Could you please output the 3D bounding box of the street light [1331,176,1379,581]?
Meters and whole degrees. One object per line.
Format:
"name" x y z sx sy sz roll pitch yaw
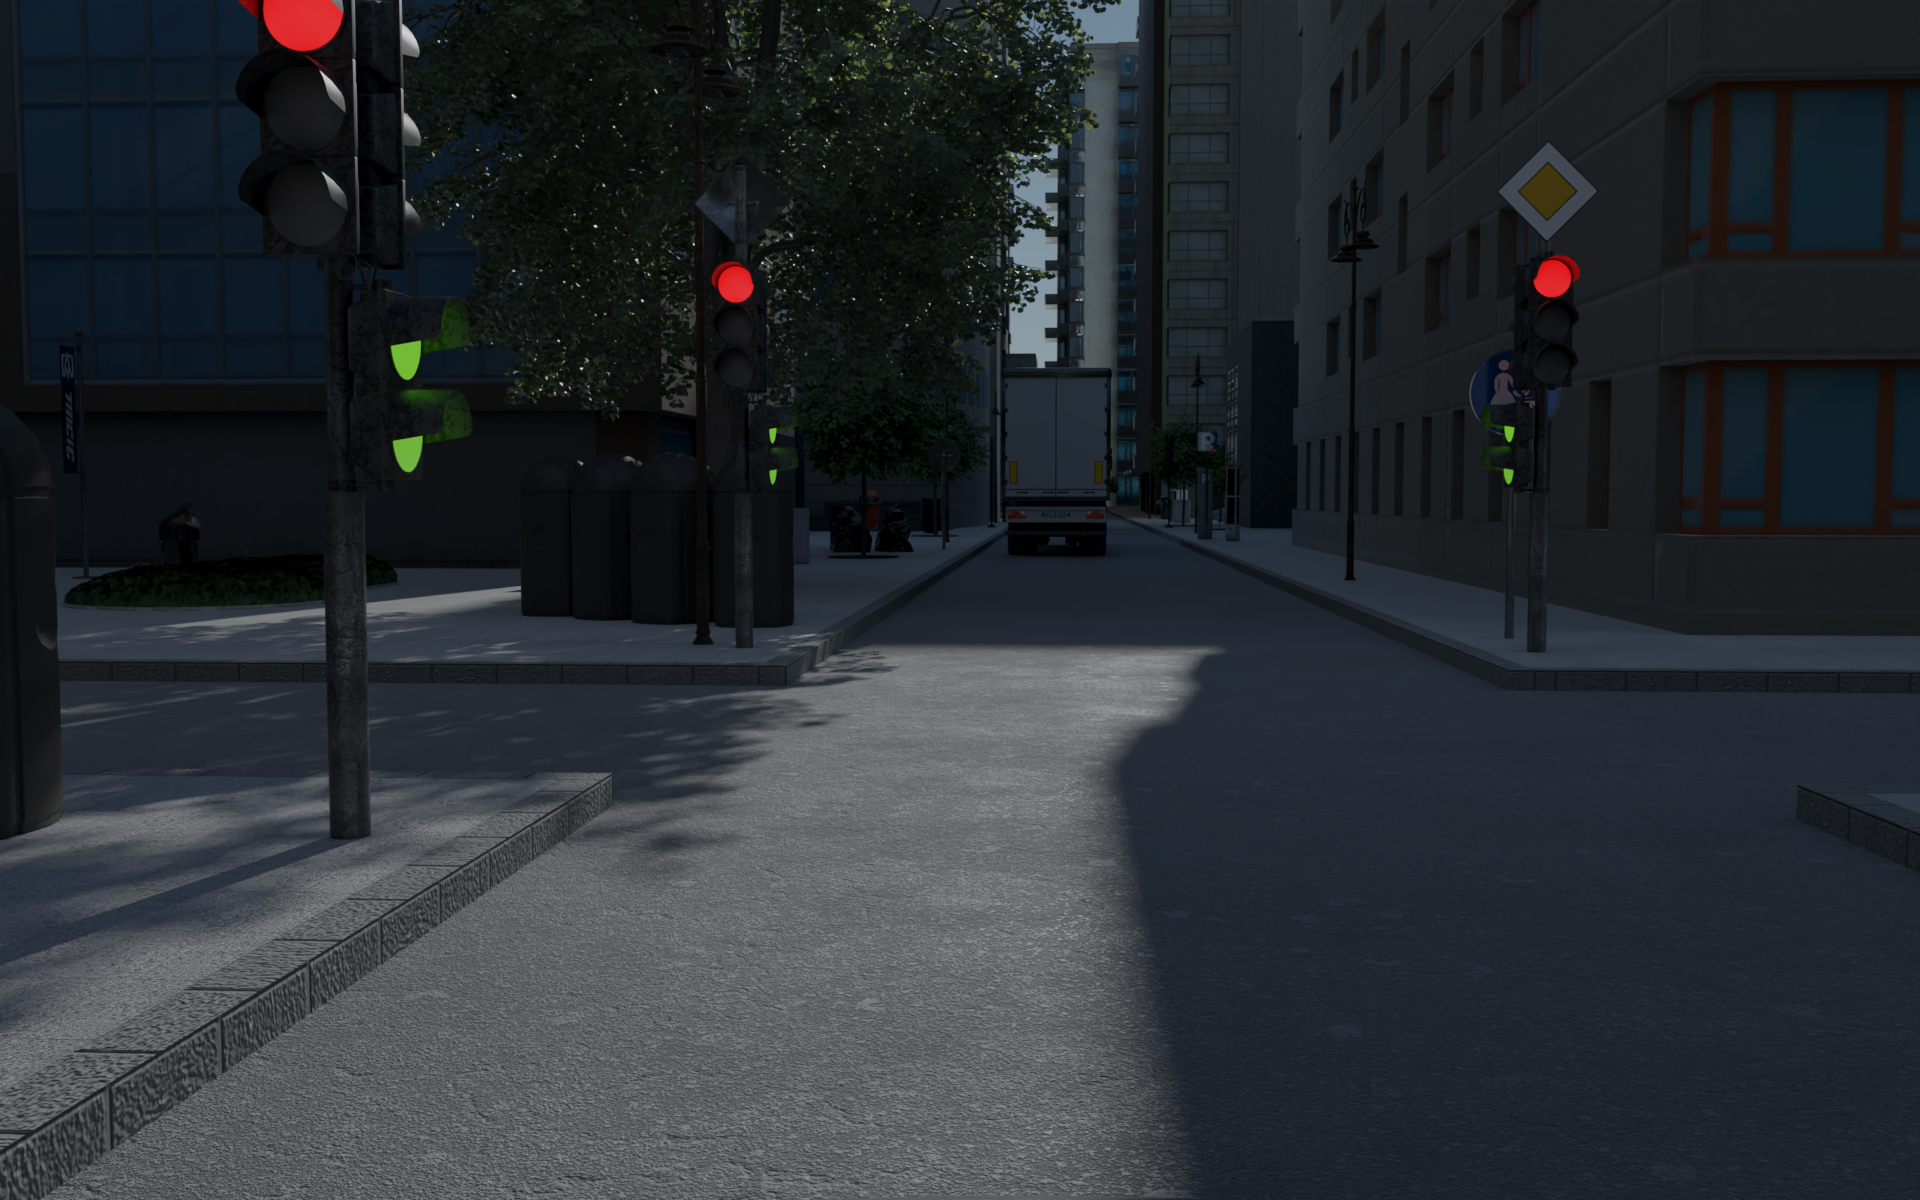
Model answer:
"street light" 5.802 -3.230 25.593 0.468 5.910 1.993 0 4 3

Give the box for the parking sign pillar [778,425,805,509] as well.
"parking sign pillar" -5.359 -3.941 52.912 1.447 3.967 1.447 3 4 39

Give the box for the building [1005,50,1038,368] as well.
"building" -7.250 -53.267 183.585 31.000 86.520 22.319 0 4 3

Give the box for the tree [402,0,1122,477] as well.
"tree" -2.807 -7.006 21.212 9.857 13.997 8.962 0 3 0

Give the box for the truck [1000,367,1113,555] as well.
"truck" 2.526 -3.371 44.036 2.839 4.237 11.283 0 4 4

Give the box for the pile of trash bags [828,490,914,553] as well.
"pile of trash bags" -2.049 -1.821 39.528 1.912 1.369 3.447 0 4 -3

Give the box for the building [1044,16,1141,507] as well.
"building" 24.305 -34.515 183.936 30.456 49.044 23.786 0 4 3

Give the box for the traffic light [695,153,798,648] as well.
"traffic light" -1.783 -1.555 14.343 0.839 4.253 0.868 0 4 3

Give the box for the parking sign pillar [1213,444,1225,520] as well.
"parking sign pillar" 12.936 -5.971 86.103 1.447 3.967 1.447 2 4 33

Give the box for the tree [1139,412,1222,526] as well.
"tree" 8.854 -5.226 69.154 4.285 4.588 4.351 0 3 0

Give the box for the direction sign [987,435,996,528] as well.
"direction sign" 1.221 -4.556 66.480 0.379 3.537 0.876 0 4 1

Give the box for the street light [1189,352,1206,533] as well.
"street light" 7.742 -5.124 56.558 0.468 5.910 1.993 0 4 3

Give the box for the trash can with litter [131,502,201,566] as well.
"trash can with litter" -11.439 -0.820 24.801 1.055 1.170 0.624 -2 4 -25

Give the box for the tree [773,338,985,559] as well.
"tree" -2.028 -3.124 34.789 4.285 4.588 4.351 0 3 0

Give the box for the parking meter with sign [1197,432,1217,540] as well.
"parking meter with sign" 7.006 -3.244 49.302 0.543 3.016 1.738 0 4 6

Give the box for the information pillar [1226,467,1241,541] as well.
"information pillar" 7.449 -2.615 47.249 0.304 2.012 0.304 2 4 32

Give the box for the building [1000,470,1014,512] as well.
"building" -11.850 -26.852 130.903 32.217 40.220 23.993 0 4 3

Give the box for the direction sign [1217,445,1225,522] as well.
"direction sign" 12.075 -5.383 80.013 0.876 3.537 0.379 1 4 8

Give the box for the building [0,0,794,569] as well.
"building" -11.451 -23.559 35.304 14.600 45.320 14.200 0 4 3

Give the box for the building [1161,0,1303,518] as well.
"building" 18.371 -25.285 96.997 14.154 41.232 14.086 0 4 3

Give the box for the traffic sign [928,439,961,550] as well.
"traffic sign" -0.370 -2.425 39.754 0.768 2.556 0.104 1 4 11

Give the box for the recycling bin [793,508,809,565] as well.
"recycling bin" -3.250 -1.175 31.761 0.722 1.027 0.722 3 4 39

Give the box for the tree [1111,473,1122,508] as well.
"tree" 13.748 -9.890 156.302 1.663 3.219 1.824 0 3 0

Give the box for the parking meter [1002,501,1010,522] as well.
"parking meter" 2.117 -4.503 79.333 0.255 1.863 0.399 1 4 21

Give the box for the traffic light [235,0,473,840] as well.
"traffic light" -2.268 -1.067 6.373 0.839 4.253 0.868 0 4 3

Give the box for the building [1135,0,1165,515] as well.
"building" 20.053 -29.055 125.156 14.600 45.320 14.200 0 4 3

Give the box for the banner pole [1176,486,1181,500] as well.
"banner pole" 10.525 -5.761 84.210 0.863 3.779 0.401 2 4 34

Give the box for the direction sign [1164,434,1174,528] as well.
"direction sign" 7.987 -4.534 66.133 0.379 3.537 0.876 2 4 27

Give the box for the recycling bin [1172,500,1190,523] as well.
"recycling bin" 9.977 -4.011 78.137 0.722 1.027 0.722 0 4 -2

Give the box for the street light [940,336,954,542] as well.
"street light" -0.345 -4.468 45.846 0.468 5.910 1.993 0 4 3

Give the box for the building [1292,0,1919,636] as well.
"building" 21.880 -11.190 27.995 28.899 21.520 27.650 0 4 3

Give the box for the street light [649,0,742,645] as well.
"street light" -2.194 -2.558 14.613 0.468 5.910 1.993 0 4 3

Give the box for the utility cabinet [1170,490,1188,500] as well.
"utility cabinet" 11.175 -4.894 88.700 1.173 1.500 0.318 -3 5 -43

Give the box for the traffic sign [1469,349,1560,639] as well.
"traffic sign" 4.877 -0.929 15.302 0.768 2.556 0.104 1 4 11

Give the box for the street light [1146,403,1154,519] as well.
"street light" 9.692 -7.071 88.404 0.468 5.910 1.993 0 4 3

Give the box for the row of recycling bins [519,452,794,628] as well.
"row of recycling bins" -3.152 -0.644 17.639 3.534 1.692 1.069 2 4 34

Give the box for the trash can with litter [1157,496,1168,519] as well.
"trash can with litter" 10.435 -4.637 87.206 0.624 1.170 1.055 3 5 44

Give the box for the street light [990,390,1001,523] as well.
"street light" 1.599 -6.362 76.811 0.468 5.910 1.993 0 4 3

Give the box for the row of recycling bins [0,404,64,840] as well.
"row of recycling bins" -5.231 0.013 6.901 3.534 1.692 1.069 1 4 10

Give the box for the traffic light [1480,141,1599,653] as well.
"traffic light" 4.667 -1.532 13.968 0.839 4.253 0.868 0 4 3

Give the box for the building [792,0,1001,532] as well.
"building" -9.357 -32.293 69.992 21.231 58.520 28.212 0 4 3

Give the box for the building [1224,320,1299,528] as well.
"building" 21.677 -45.489 56.421 22.319 86.520 31.000 0 4 3

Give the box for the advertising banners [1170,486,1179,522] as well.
"advertising banners" 9.951 -5.138 80.198 0.090 3.025 2.074 1 4 19

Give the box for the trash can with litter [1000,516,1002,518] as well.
"trash can with litter" 2.008 -4.750 89.053 1.055 1.170 0.624 -1 4 -9

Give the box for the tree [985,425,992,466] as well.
"tree" -0.801 -4.203 52.434 4.285 4.588 4.351 0 3 0

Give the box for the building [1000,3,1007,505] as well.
"building" -6.810 -32.421 153.782 21.600 48.544 21.300 0 4 3

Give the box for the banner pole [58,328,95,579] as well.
"banner pole" -13.248 -2.197 25.935 0.401 3.779 0.863 0 4 -2

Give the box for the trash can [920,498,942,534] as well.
"trash can" -0.935 -2.735 56.364 0.748 1.137 0.748 0 3 0

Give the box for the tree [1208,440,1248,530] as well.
"tree" 9.225 -4.088 61.448 1.663 3.219 1.824 0 3 0
